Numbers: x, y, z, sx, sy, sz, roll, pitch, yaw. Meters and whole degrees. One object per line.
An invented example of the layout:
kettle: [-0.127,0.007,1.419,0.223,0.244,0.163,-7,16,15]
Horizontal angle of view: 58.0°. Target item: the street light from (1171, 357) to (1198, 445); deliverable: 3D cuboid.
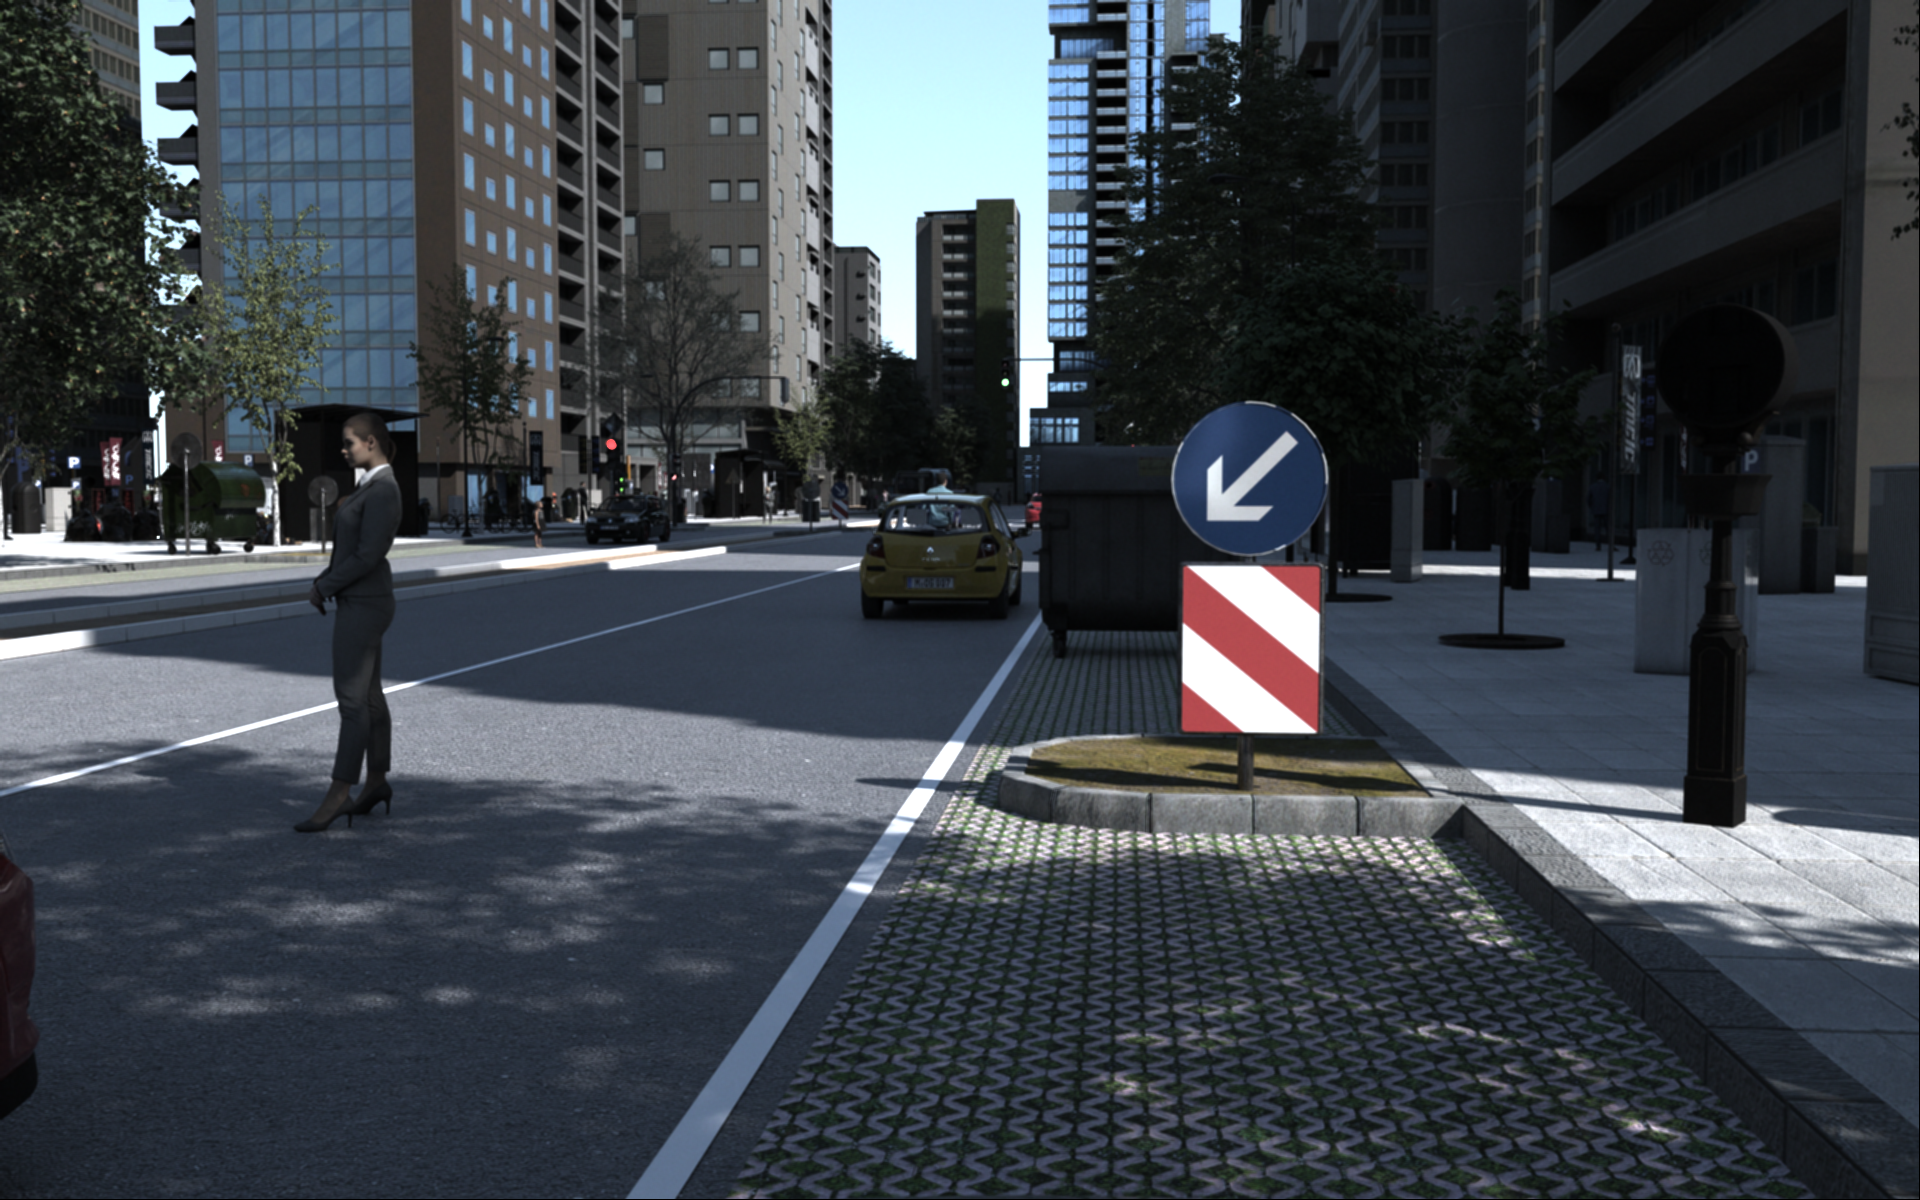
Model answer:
street light: [7.374,-5.206,57.659,1.470,5.913,1.316,0,4,5]

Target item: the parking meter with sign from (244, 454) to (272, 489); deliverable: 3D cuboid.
parking meter with sign: [-30.918,-4.934,76.939,0.543,3.016,1.738,1,4,23]

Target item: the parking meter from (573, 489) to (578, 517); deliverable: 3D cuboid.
parking meter: [-21.250,-5.325,95.474,0.372,1.533,0.369,0,3,0]

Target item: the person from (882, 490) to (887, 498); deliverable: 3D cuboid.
person: [-7.762,-10.518,178.680,0.551,1.740,0.621,0,4,-6]

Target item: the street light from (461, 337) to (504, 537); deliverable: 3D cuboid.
street light: [-14.151,-4.821,51.371,1.470,5.913,1.316,0,4,5]

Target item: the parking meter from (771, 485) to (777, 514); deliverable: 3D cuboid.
parking meter: [-11.718,-6.324,109.100,0.399,1.863,0.255,0,4,8]

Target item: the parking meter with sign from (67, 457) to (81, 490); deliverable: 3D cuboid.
parking meter with sign: [-41.004,-5.139,80.284,0.543,3.016,1.738,-2,4,-29]

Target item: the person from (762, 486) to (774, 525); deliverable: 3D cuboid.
person: [-8.821,-4.345,79.731,0.537,1.800,0.526,1,4,21]

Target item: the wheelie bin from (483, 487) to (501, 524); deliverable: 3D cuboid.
wheelie bin: [-20.312,-4.112,75.134,0.693,1.594,0.980,-2,4,-30]

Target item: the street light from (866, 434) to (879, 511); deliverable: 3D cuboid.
street light: [-6.500,-9.760,132.113,1.470,5.913,1.316,0,4,5]

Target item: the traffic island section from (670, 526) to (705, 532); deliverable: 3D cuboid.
traffic island section: [-11.142,-2.769,67.548,2.009,0.180,2.903,0,4,5]

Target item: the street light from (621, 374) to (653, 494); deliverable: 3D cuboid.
street light: [-12.598,-5.804,67.440,1.470,5.913,1.316,0,4,5]

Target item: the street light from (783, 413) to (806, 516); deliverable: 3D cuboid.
street light: [-9.512,-7.769,99.565,1.470,5.913,1.316,0,4,5]

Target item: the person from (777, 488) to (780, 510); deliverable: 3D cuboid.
person: [-15.137,-8.341,142.769,0.532,1.782,0.716,-1,4,-18]

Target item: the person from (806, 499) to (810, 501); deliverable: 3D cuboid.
person: [-10.098,-6.698,115.535,0.573,1.828,0.580,-3,5,-43]

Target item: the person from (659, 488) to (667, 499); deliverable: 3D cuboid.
person: [-15.223,-5.097,89.730,0.721,1.781,0.623,-1,4,-16]

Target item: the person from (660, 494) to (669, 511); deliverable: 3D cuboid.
person: [-13.072,-4.038,76.338,0.475,1.303,0.640,-1,4,-16]

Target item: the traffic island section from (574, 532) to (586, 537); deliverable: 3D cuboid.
traffic island section: [-11.890,-2.282,59.597,2.009,0.180,2.903,0,4,5]

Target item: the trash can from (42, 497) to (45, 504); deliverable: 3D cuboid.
trash can: [-44.502,-4.467,84.685,0.748,1.137,0.748,0,3,0]

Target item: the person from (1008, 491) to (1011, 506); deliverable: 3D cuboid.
person: [6.014,-12.306,209.673,0.705,1.831,1.348,0,4,3]

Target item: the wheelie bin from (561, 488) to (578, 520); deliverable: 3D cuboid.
wheelie bin: [-19.395,-4.775,85.979,0.693,1.594,0.980,-3,4,-37]

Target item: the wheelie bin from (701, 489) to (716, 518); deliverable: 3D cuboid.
wheelie bin: [-13.564,-5.237,93.534,0.693,1.594,0.980,1,4,16]

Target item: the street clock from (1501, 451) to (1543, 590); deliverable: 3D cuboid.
street clock: [7.514,-1.137,23.167,0.471,2.002,0.358,0,4,-3]

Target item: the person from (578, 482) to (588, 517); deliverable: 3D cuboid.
person: [-18.900,-5.000,87.153,0.648,1.900,0.474,2,4,26]

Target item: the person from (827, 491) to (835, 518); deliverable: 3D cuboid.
person: [-7.433,-5.622,101.164,0.760,1.731,0.466,0,4,3]

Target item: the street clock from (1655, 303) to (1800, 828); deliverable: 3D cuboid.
street clock: [2.951,-0.131,6.715,0.471,2.002,0.358,3,4,38]

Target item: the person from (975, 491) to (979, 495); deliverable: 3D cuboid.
person: [1.773,-11.071,189.600,1.350,1.814,0.705,2,4,32]

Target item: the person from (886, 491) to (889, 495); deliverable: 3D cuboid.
person: [-9.164,-12.924,218.143,1.217,1.735,0.721,2,4,25]

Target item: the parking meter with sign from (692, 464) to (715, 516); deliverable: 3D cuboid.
parking meter with sign: [-14.956,-6.411,101.081,0.543,3.016,1.738,-3,4,-36]

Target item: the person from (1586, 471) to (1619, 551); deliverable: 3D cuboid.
person: [14.509,-2.010,39.088,0.721,1.800,0.419,1,4,21]

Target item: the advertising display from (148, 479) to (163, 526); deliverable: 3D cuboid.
advertising display: [-32.517,-3.997,70.571,0.974,1.923,0.123,-2,4,-28]

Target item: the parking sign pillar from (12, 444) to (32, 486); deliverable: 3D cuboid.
parking sign pillar: [-38.780,-5.072,71.405,1.447,3.967,1.447,0,4,-3]

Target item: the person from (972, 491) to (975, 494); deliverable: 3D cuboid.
person: [1.495,-10.477,180.621,0.721,1.723,1.217,-3,5,-43]

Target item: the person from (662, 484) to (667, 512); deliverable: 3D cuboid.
person: [-13.948,-4.637,82.347,0.515,1.767,0.782,1,4,12]

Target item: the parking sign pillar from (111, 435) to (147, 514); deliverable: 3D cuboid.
parking sign pillar: [-38.814,-5.629,80.506,1.447,3.967,1.447,1,4,16]

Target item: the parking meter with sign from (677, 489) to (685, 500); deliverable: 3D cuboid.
parking meter with sign: [-16.812,-6.559,103.496,1.738,3.016,0.543,-1,4,-15]

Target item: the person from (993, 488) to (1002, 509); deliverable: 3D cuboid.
person: [2.352,-6.204,109.916,0.713,1.824,0.794,-3,5,-43]

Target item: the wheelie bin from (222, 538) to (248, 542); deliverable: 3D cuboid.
wheelie bin: [-19.634,-2.389,46.960,0.980,1.594,0.693,3,5,40]

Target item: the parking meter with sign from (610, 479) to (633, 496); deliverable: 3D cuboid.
parking meter with sign: [-17.221,-5.684,89.196,1.738,3.016,0.543,1,4,14]

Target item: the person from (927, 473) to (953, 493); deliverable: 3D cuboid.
person: [-0.422,-1.406,31.505,0.660,1.820,0.620,1,4,12]

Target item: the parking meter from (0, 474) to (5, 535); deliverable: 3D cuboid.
parking meter: [-27.376,-2.655,49.124,0.255,1.863,0.399,2,4,30]

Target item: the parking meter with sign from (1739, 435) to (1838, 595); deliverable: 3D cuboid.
parking meter with sign: [10.446,-1.588,22.231,1.738,3.016,0.543,-1,4,-18]

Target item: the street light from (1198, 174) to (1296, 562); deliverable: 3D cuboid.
street light: [4.292,-3.225,25.266,1.470,5.913,1.316,0,4,5]

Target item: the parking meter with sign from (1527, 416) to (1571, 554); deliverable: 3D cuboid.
parking meter with sign: [12.883,-2.556,38.054,0.543,3.016,1.738,0,4,-7]

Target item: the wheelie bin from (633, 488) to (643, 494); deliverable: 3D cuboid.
wheelie bin: [-16.878,-5.029,90.138,0.980,1.594,0.693,-1,4,-15]

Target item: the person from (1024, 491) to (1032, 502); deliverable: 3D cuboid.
person: [7.693,-11.263,193.479,1.217,1.723,0.721,2,4,29]

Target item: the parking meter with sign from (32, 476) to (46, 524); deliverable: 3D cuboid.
parking meter with sign: [-39.507,-4.739,73.744,1.738,3.016,0.543,2,4,24]

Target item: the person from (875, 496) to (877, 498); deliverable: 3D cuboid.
person: [-9.069,-10.883,187.207,0.991,1.433,0.599,-1,4,-18]

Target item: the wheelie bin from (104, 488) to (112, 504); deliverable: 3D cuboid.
wheelie bin: [-42.377,-4.808,86.525,0.693,1.594,0.980,3,4,38]

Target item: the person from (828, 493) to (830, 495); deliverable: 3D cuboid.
person: [-10.182,-8.025,137.826,0.480,1.755,0.524,3,4,36]

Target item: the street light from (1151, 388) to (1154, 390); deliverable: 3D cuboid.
street light: [9.072,-6.339,76.181,1.470,5.913,1.316,0,4,5]

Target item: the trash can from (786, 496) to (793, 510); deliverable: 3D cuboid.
trash can: [-13.658,-7.757,138.474,0.748,1.137,0.748,0,3,0]

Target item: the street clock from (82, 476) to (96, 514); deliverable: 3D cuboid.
street clock: [-34.803,-3.957,69.267,0.471,2.002,0.358,-2,4,-35]

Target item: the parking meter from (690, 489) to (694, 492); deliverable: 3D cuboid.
parking meter: [-19.659,-7.445,127.434,0.399,1.863,0.255,2,4,35]

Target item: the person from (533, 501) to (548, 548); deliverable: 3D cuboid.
person: [-11.186,-2.019,46.181,0.373,1.253,0.362,2,4,26]
